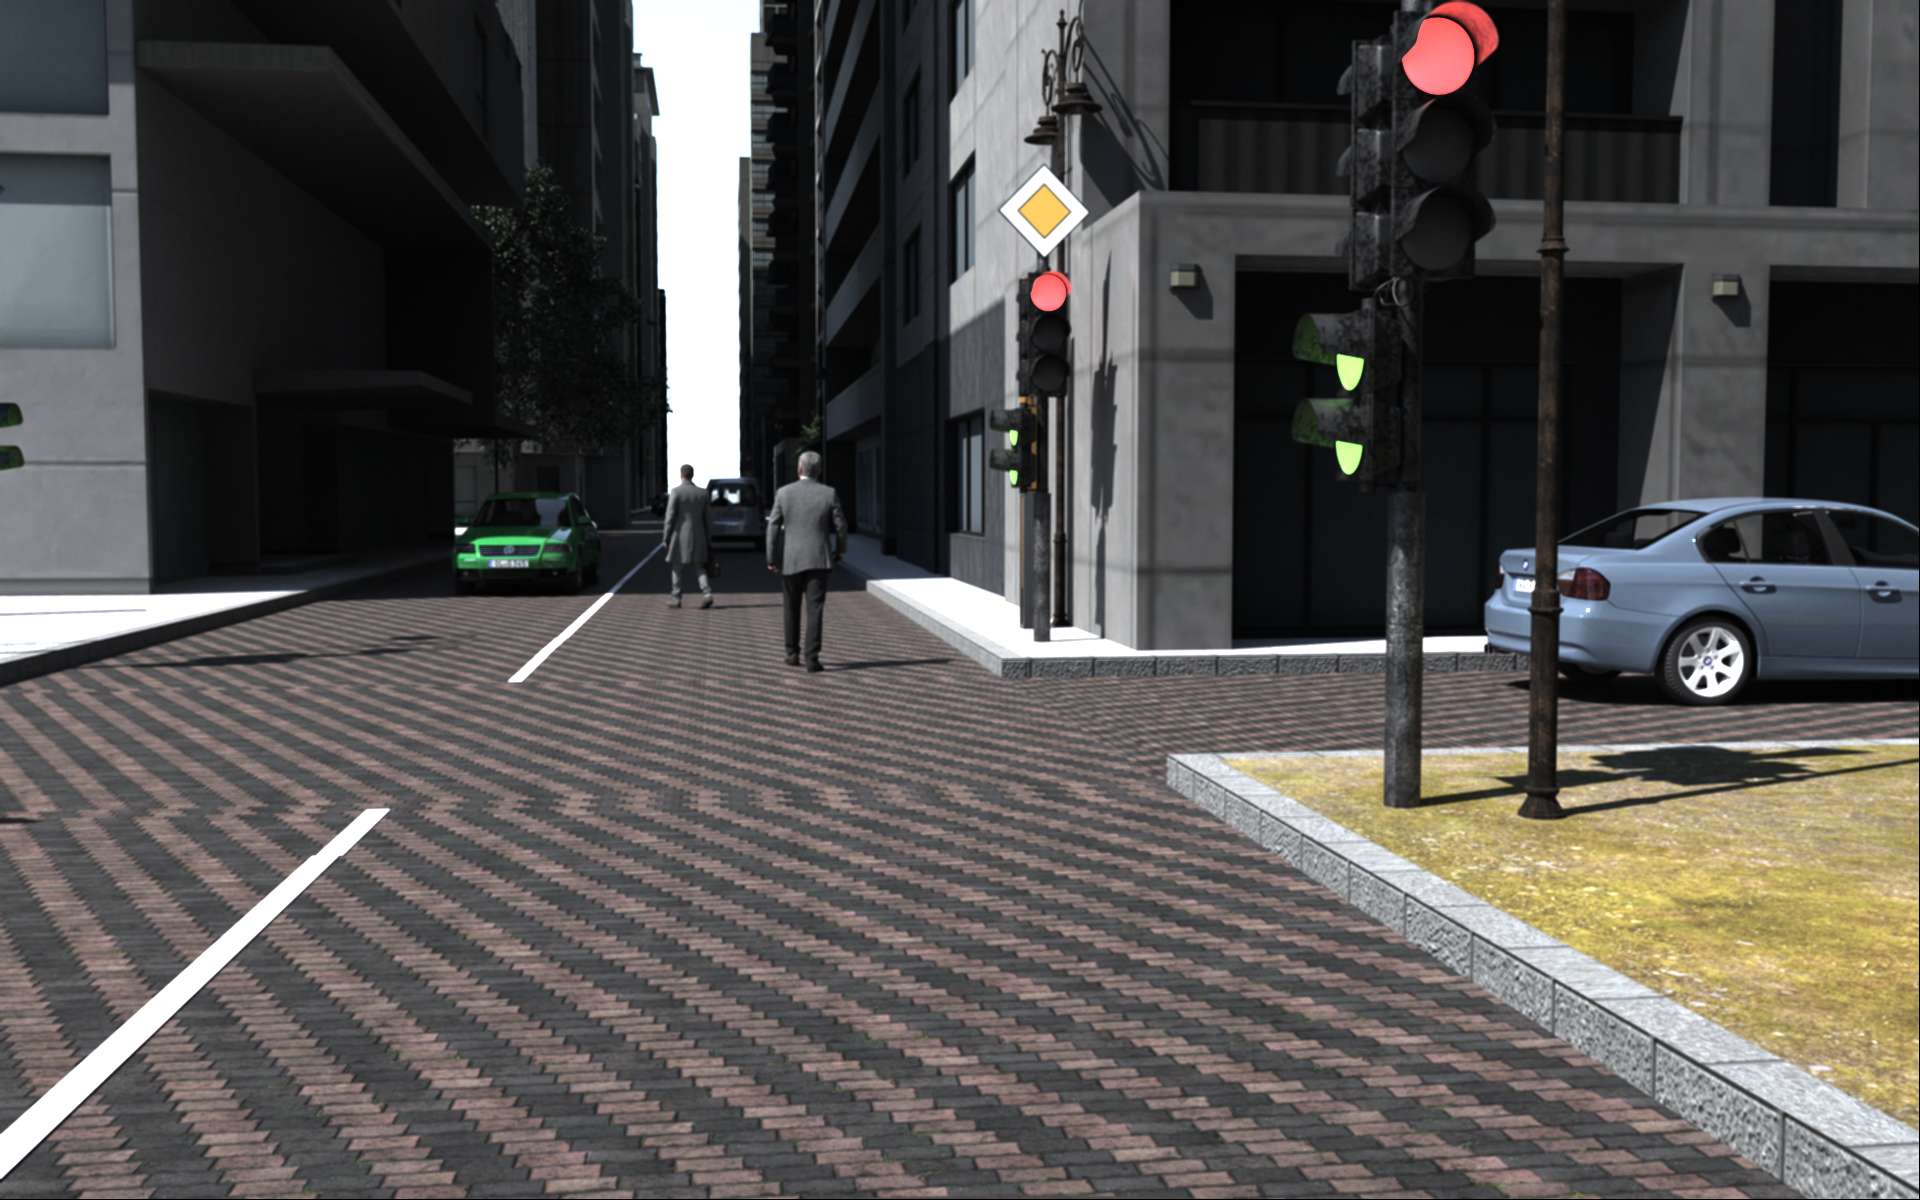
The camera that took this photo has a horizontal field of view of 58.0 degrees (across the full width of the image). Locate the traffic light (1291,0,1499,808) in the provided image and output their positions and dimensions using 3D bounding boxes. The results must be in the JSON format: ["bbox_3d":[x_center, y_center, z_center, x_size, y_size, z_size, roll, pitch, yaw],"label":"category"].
[{"bbox_3d":[1.802,-1.107,7.020,0.839,4.253,0.868,0,4,-8],"label":"traffic light"}]

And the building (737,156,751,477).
[{"bbox_3d":[-19.573,-37.553,237.700,21.300,48.544,21.600,0,4,-8],"label":"building"}]

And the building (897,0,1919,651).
[{"bbox_3d":[10.233,-35.795,23.499,20.611,71.187,20.563,0,4,-8],"label":"building"}]

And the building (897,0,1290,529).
[{"bbox_3d":[1.892,-39.205,79.248,20.563,71.187,20.611,0,4,-8],"label":"building"}]

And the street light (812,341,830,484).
[{"bbox_3d":[-4.207,-4.879,52.558,0.468,5.910,1.993,0,4,-8],"label":"street light"}]

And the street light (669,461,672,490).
[{"bbox_3d":[-40.910,-16.642,244.888,0.468,5.910,1.993,0,4,-8],"label":"street light"}]

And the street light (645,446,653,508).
[{"bbox_3d":[-29.286,-11.593,162.328,0.468,5.910,1.993,0,4,-8],"label":"street light"}]

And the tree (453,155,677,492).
[{"bbox_3d":[-14.818,-8.617,57.901,9.611,12.733,9.660,0,3,0],"label":"tree"}]

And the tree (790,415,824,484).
[{"bbox_3d":[-4.337,-4.749,61.357,4.285,4.588,4.351,0,3,0],"label":"tree"}]

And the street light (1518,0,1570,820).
[{"bbox_3d":[2.317,-2.076,6.725,0.468,5.910,1.993,0,4,-8],"label":"street light"}]

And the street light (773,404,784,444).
[{"bbox_3d":[-9.521,-7.251,91.337,0.468,5.910,1.993,0,4,-8],"label":"street light"}]

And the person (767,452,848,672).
[{"bbox_3d":[-1.263,-0.328,14.260,0.661,1.777,0.834,-1,4,-9],"label":"person"}]

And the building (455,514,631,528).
[{"bbox_3d":[-21.060,-23.657,70.380,14.154,41.232,14.086,0,4,-8],"label":"building"}]

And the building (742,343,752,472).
[{"bbox_3d":[-12.773,-22.564,213.966,27.650,21.520,28.899,0,4,-8],"label":"building"}]

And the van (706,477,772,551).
[{"bbox_3d":[-5.857,-2.304,44.676,2.013,2.044,4.112,0,4,-8],"label":"van"}]

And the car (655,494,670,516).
[{"bbox_3d":[-18.687,-6.154,112.412,2.131,1.459,4.920,0,4,-7],"label":"car"}]

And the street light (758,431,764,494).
[{"bbox_3d":[-14.654,-9.456,127.394,0.468,5.910,1.993,0,4,-8],"label":"street light"}]

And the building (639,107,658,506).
[{"bbox_3d":[-38.757,-30.185,177.115,14.154,41.232,14.086,0,4,-8],"label":"building"}]

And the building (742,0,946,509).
[{"bbox_3d":[-13.355,-45.821,187.419,20.563,71.187,20.611,0,4,-8],"label":"building"}]

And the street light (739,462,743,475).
[{"bbox_3d":[-26.434,-14.578,211.141,0.468,5.910,1.993,0,4,-8],"label":"street light"}]

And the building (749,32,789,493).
[{"bbox_3d":[-12.067,-29.033,158.277,14.154,41.232,14.086,0,4,-8],"label":"building"}]

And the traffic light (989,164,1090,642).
[{"bbox_3d":[0.693,-1.591,14.928,0.839,4.253,0.868,0,4,-8],"label":"traffic light"}]

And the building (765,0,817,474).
[{"bbox_3d":[-0.665,-27.641,106.561,22.147,44.769,28.867,0,4,-8],"label":"building"}]

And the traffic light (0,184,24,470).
[{"bbox_3d":[-7.932,-1.516,13.706,0.839,4.253,0.868,0,4,-8],"label":"traffic light"}]

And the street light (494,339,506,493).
[{"bbox_3d":[-13.483,-4.742,50.321,0.468,5.910,1.993,0,4,-8],"label":"street light"}]

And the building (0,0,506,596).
[{"bbox_3d":[-22.954,-27.016,30.950,28.713,52.752,27.495,0,4,-8],"label":"building"}]

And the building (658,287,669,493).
[{"bbox_3d":[-46.693,-28.227,233.208,14.160,30.474,14.107,0,4,-8],"label":"building"}]

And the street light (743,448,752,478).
[{"bbox_3d":[-21.387,-12.384,175.262,0.468,5.910,1.993,0,4,-8],"label":"street light"}]

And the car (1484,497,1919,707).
[{"bbox_3d":[6.163,-0.039,12.640,4.499,1.417,2.014,-1,4,-8],"label":"car"}]

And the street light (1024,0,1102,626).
[{"bbox_3d":[0.973,-2.686,16.697,0.468,5.910,1.993,0,4,-8],"label":"street light"}]

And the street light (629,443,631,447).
[{"bbox_3d":[-24.234,-9.396,126.412,0.468,5.910,1.993,0,4,-8],"label":"street light"}]

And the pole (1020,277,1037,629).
[{"bbox_3d":[0.663,-1.381,16.420,0.158,3.312,0.155,0,3,0],"label":"pole"}]

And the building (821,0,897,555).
[{"bbox_3d":[7.528,-25.862,46.548,21.300,48.544,21.600,0,4,-8],"label":"building"}]

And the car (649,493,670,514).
[{"bbox_3d":[-21.885,-7.292,128.265,2.155,1.783,4.494,0,4,-7],"label":"car"}]

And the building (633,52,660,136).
[{"bbox_3d":[-51.085,-37.986,210.308,28.713,52.752,27.495,0,4,-8],"label":"building"}]

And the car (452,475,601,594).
[{"bbox_3d":[-6.496,-1.064,26.196,1.959,1.807,4.718,0,4,-6],"label":"car"}]

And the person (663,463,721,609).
[{"bbox_3d":[-3.391,-0.798,21.648,0.694,1.812,0.767,-3,4,-37],"label":"person"}]

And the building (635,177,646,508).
[{"bbox_3d":[-34.868,-23.156,150.304,14.160,30.474,14.107,0,4,-8],"label":"building"}]

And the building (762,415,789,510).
[{"bbox_3d":[-4.125,-50.313,135.285,22.319,86.520,31.000,0,4,-8],"label":"building"}]

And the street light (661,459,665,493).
[{"bbox_3d":[-35.743,-14.428,208.690,0.468,5.910,1.993,0,4,-8],"label":"street light"}]

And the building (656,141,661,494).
[{"bbox_3d":[-40.559,-31.045,191.177,14.154,41.232,14.086,0,4,-8],"label":"building"}]

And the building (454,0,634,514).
[{"bbox_3d":[-32.744,-27.634,135.405,14.154,41.232,14.086,0,4,-8],"label":"building"}]
